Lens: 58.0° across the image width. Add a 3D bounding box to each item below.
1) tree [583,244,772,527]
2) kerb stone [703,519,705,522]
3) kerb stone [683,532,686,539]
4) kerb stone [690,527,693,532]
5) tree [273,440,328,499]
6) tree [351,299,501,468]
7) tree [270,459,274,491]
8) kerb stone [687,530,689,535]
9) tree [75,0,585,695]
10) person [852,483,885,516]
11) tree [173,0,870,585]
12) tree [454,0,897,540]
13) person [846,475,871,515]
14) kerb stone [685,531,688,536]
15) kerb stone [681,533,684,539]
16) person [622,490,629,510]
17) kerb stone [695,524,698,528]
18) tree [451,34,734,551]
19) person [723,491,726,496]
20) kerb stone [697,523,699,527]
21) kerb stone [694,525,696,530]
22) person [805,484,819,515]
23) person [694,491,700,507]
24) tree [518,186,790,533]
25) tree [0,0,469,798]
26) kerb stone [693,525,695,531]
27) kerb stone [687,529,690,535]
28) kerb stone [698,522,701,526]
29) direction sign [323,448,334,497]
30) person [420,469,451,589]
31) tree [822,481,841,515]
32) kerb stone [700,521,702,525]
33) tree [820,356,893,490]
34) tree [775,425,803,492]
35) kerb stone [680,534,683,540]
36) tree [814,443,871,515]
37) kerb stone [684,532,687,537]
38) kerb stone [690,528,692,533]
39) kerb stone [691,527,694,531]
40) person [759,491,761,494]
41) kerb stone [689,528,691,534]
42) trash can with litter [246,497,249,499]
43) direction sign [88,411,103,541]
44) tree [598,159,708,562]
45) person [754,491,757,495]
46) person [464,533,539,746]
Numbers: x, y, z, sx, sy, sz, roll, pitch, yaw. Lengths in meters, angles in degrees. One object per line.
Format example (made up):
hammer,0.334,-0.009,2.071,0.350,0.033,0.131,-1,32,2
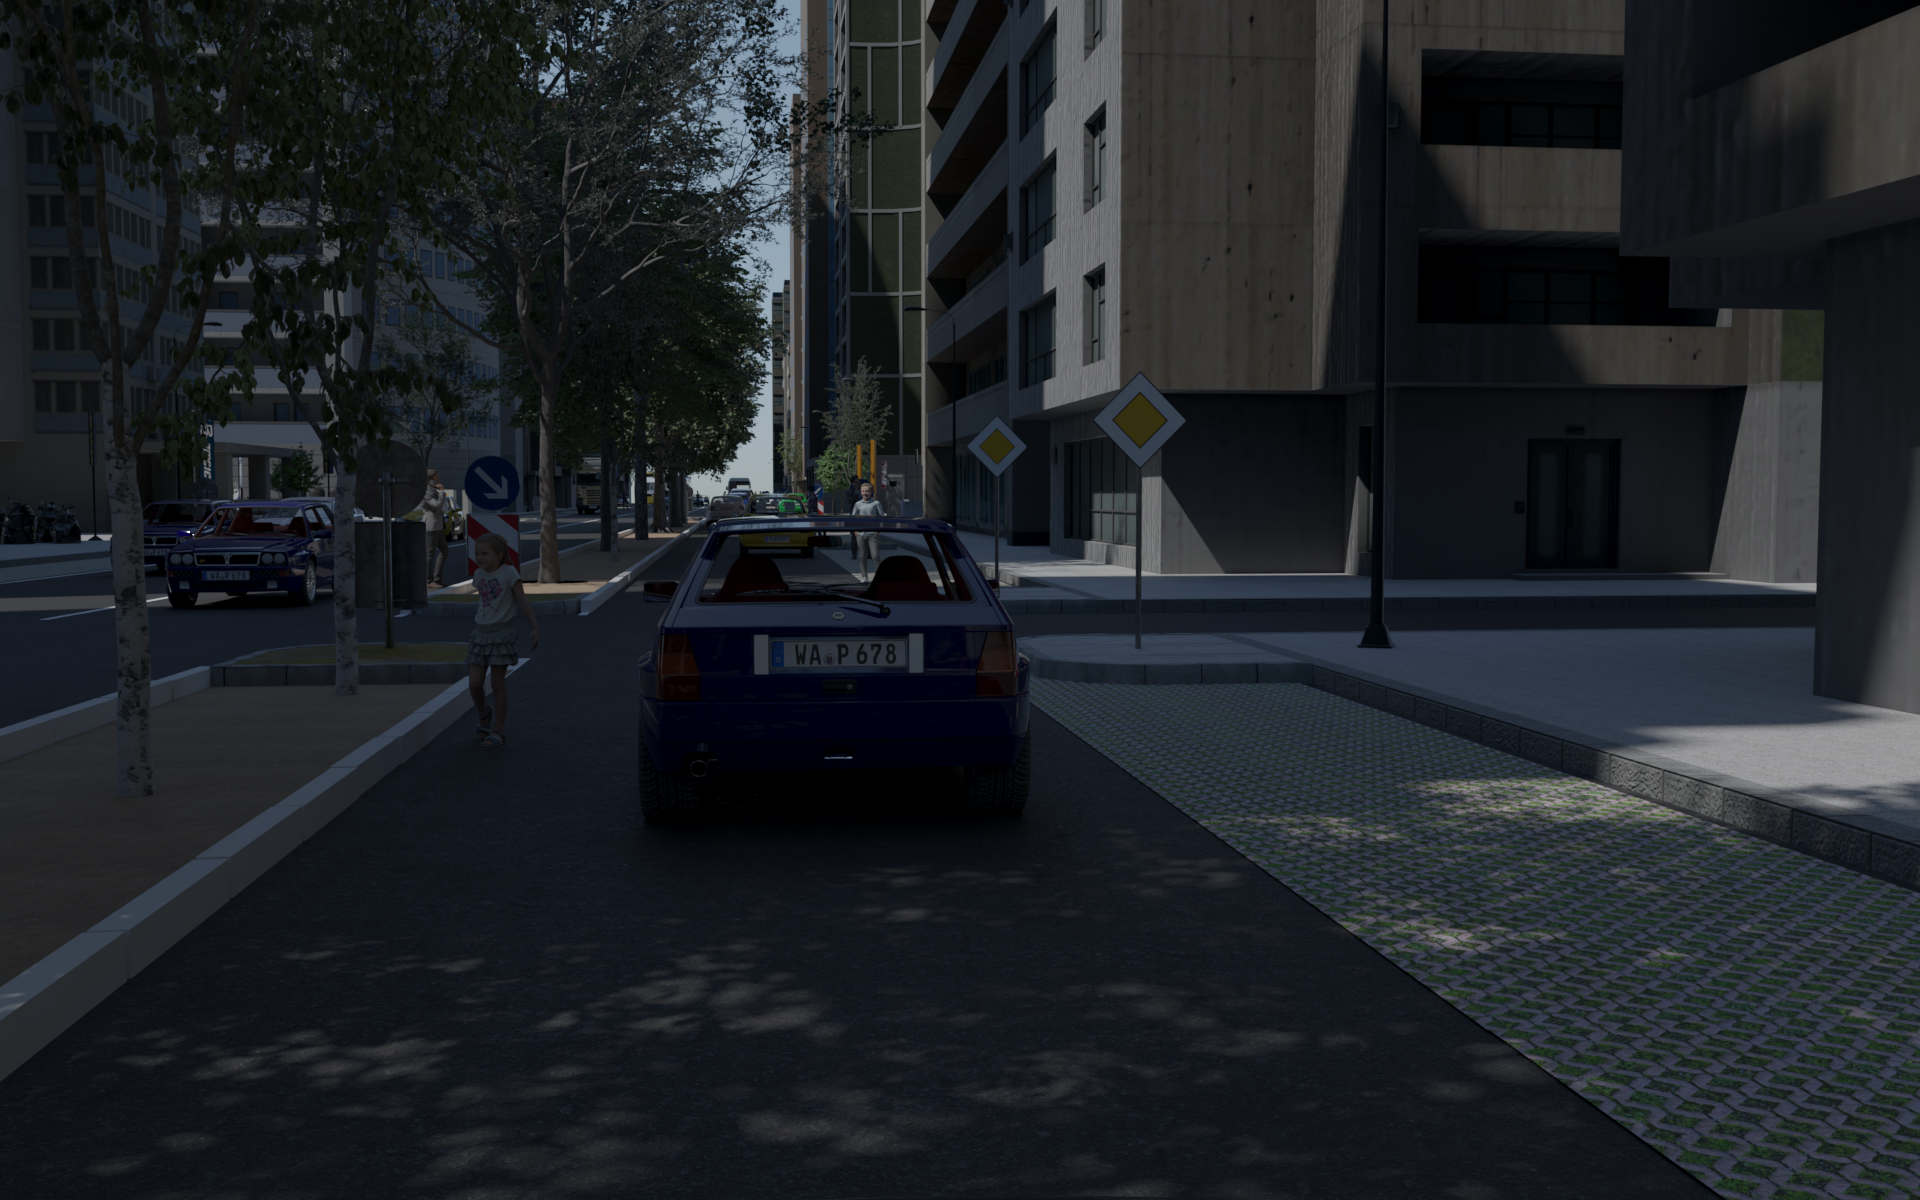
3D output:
tree,-12.239,-10.088,74.050,9.857,13.997,8.962,0,3,0
kerb stone,-12.183,-3.620,81.374,0.120,0.150,1.000,0,4,-7
kerb stone,-8.700,-1.940,53.917,0.120,0.150,1.000,0,4,-7
kerb stone,-9.737,-2.437,62.067,0.120,0.150,1.000,0,4,-7
tree,-23.548,-4.138,62.260,1.663,3.219,1.824,0,3,0
tree,-26.137,-9.136,83.788,8.767,10.594,7.601,1,4,8
tree,-32.165,-5.362,82.263,1.663,3.219,1.824,0,3,0
kerb stone,-9.220,-2.190,58.003,0.120,0.150,1.000,0,4,-7
tree,-4.435,-3.638,12.308,4.737,8.622,4.395,0,3,0
person,-1.447,-1.028,27.125,0.589,1.601,0.330,1,4,18
tree,-6.620,-7.011,27.453,12.009,13.543,11.850,0,3,0
tree,-8.565,-11.871,52.438,12.611,20.169,13.585,0,3,0
person,-2.145,-1.799,37.720,0.655,1.846,0.447,-2,4,-24
kerb stone,-8.955,-2.066,55.967,0.120,0.150,1.000,0,4,-7
kerb stone,-8.572,-1.878,52.903,0.120,0.150,1.000,0,4,-7
person,-29.736,-8.884,154.197,0.568,1.767,0.683,3,5,40
kerb stone,-10.502,-2.811,68.172,0.120,0.150,1.000,0,4,-7
tree,-8.617,-7.454,42.453,7.486,12.596,7.792,0,3,0
person,-21.936,-9.308,161.618,0.436,1.711,0.756,0,4,7
kerb stone,-10.769,-2.936,70.206,0.120,0.150,1.000,0,4,-7
kerb stone,-10.248,-2.687,66.133,0.120,0.150,1.000,0,4,-7
person,-4.374,-2.608,51.977,0.643,1.720,0.563,-1,4,-16
person,-28.861,-11.119,190.380,0.705,1.814,1.350,-2,4,-34
tree,-11.086,-8.819,63.661,9.611,12.733,9.660,0,3,0
tree,-3.854,-3.357,7.704,4.360,8.622,3.978,0,3,0
kerb stone,-10.117,-2.624,65.116,0.120,0.150,1.000,0,4,-7
kerb stone,-9.346,-2.247,59.021,0.120,0.150,1.000,0,4,-7
kerb stone,-11.151,-3.119,73.250,0.120,0.150,1.000,0,4,-7
direction sign,-24.109,-4.534,66.132,0.379,3.537,0.876,0,4,3
person,-7.971,-1.079,26.331,0.473,1.802,0.592,0,4,6
tree,-8.068,-6.970,108.555,1.663,3.219,1.824,0,3,0
kerb stone,-11.407,-3.246,75.278,0.120,0.150,1.000,0,4,-7
tree,-5.697,-8.705,92.687,4.360,8.622,3.978,0,3,0
tree,-17.089,-14.039,179.900,4.737,8.622,4.395,0,3,0
kerb stone,-8.439,-1.814,51.890,0.120,0.150,1.000,0,4,-7
tree,-7.025,-7.345,103.811,4.285,4.588,4.351,0,3,0
kerb stone,-8.832,-2.003,54.945,0.120,0.150,1.000,0,4,-7
kerb stone,-9.603,-2.375,61.049,0.120,0.150,1.000,0,4,-7
kerb stone,-9.864,-2.501,63.081,0.120,0.150,1.000,0,4,-7
person,-19.327,-9.730,168.108,1.217,1.766,0.721,1,4,22
kerb stone,-9.471,-2.314,60.036,0.120,0.150,1.000,0,4,-7
trash can with litter,-32.274,-4.164,79.470,1.055,1.170,0.624,-2,4,-31
direction sign,-23.812,-3.401,47.597,0.379,3.537,0.876,-1,4,-17
tree,-7.200,-5.079,35.864,4.360,8.622,3.978,0,3,0
person,-26.670,-13.305,226.054,1.348,1.823,0.705,0,4,-3
person,-2.615,0.217,9.962,0.505,1.210,0.382,1,4,18
